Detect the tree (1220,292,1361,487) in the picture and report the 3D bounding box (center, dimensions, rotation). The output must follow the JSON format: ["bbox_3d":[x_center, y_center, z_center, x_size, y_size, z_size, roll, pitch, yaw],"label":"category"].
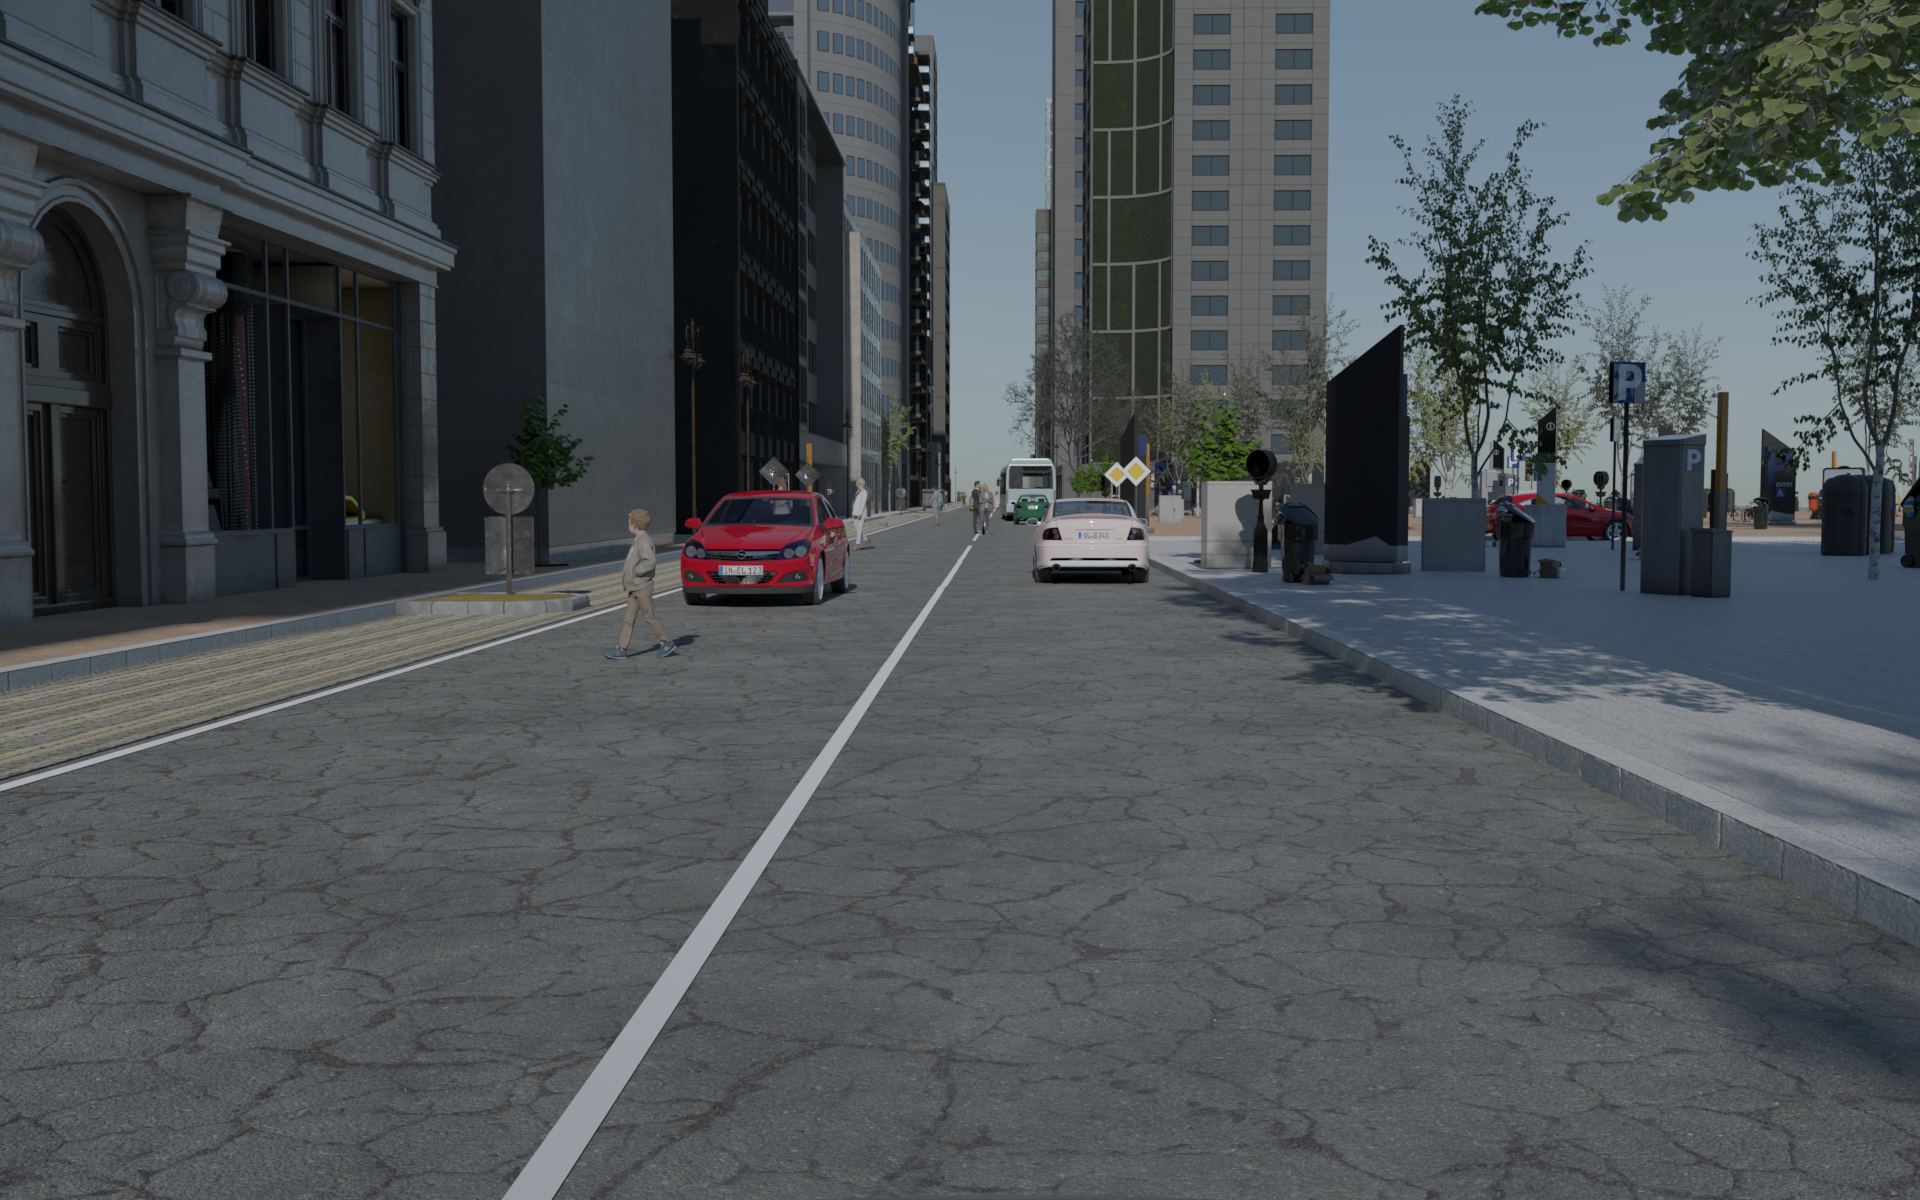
[{"bbox_3d":[12.578,-6.900,63.171,4.360,8.622,3.978,0,3,0],"label":"tree"}]

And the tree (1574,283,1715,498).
[{"bbox_3d":[23.177,-6.711,60.091,4.360,8.622,3.978,0,3,0],"label":"tree"}]

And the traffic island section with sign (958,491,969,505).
[{"bbox_3d":[-0.050,-13.952,236.748,1.989,1.847,2.006,0,4,1],"label":"traffic island section with sign"}]

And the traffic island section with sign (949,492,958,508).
[{"bbox_3d":[-1.506,-10.526,180.735,1.989,1.847,2.006,0,4,1],"label":"traffic island section with sign"}]

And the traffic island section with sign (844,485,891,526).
[{"bbox_3d":[-4.222,-4.182,76.997,1.989,1.847,2.006,0,4,1],"label":"traffic island section with sign"}]

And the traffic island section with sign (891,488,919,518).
[{"bbox_3d":[-3.501,-5.858,104.404,1.989,1.847,2.006,0,4,1],"label":"traffic island section with sign"}]

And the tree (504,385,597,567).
[{"bbox_3d":[-7.526,-2.212,30.774,1.663,3.219,1.824,0,3,0],"label":"tree"}]

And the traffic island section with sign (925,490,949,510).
[{"bbox_3d":[-2.214,-8.878,153.789,1.989,1.847,2.006,0,4,1],"label":"traffic island section with sign"}]

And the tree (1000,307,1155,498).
[{"bbox_3d":[7.731,-12.494,114.654,12.009,13.543,11.850,0,3,0],"label":"tree"}]

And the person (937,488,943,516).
[{"bbox_3d":[-1.438,-6.457,113.933,0.638,1.841,0.748,-1,4,-13],"label":"person"}]

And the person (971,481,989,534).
[{"bbox_3d":[0.692,-3.290,61.659,0.474,1.900,0.648,-3,4,-37],"label":"person"}]

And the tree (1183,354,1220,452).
[{"bbox_3d":[13.695,-8.293,85.953,4.360,8.622,3.978,0,3,0],"label":"tree"}]

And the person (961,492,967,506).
[{"bbox_3d":[0.447,-12.629,215.715,1.217,1.736,0.721,-3,5,-41],"label":"person"}]

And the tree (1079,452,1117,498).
[{"bbox_3d":[6.593,-5.048,77.140,1.663,3.219,1.824,0,3,0],"label":"tree"}]

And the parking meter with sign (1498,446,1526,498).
[{"bbox_3d":[20.072,-4.114,63.523,0.543,3.016,1.738,0,4,-8],"label":"parking meter with sign"}]

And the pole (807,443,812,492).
[{"bbox_3d":[-6.077,-4.649,69.855,0.158,3.312,0.155,0,3,0],"label":"pole"}]

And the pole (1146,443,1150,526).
[{"bbox_3d":[7.528,-4.646,69.809,0.158,3.312,0.155,0,3,0],"label":"pole"}]

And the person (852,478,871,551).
[{"bbox_3d":[-2.481,-2.171,43.872,0.514,1.842,0.818,3,5,42],"label":"person"}]

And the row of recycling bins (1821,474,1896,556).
[{"bbox_3d":[19.332,-1.837,37.141,1.069,1.692,3.534,3,5,39],"label":"row of recycling bins"}]

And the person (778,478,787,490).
[{"bbox_3d":[-4.050,-1.850,39.025,0.520,1.790,0.573,-1,4,-18],"label":"person"}]

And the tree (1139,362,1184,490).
[{"bbox_3d":[11.638,-8.713,92.825,4.360,8.622,3.978,0,3,0],"label":"tree"}]

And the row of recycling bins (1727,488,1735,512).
[{"bbox_3d":[53.291,-7.067,122.664,1.069,1.692,3.534,-2,4,-27],"label":"row of recycling bins"}]

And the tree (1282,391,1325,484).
[{"bbox_3d":[24.986,-10.648,124.451,4.737,8.622,4.395,0,3,0],"label":"tree"}]

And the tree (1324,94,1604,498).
[{"bbox_3d":[9.573,-4.991,31.963,4.737,8.622,4.395,0,3,0],"label":"tree"}]

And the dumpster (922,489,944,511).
[{"bbox_3d":[-2.289,-8.405,145.641,1.865,1.857,1.264,0,4,3],"label":"dumpster"}]

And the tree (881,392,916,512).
[{"bbox_3d":[-5.307,-10.614,123.903,4.737,8.622,4.395,0,3,0],"label":"tree"}]

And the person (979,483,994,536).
[{"bbox_3d":[0.922,-3.132,59.891,0.537,1.800,0.526,0,4,-1],"label":"person"}]

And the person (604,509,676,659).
[{"bbox_3d":[-2.774,-0.141,15.084,0.640,1.303,0.475,-3,4,-36],"label":"person"}]

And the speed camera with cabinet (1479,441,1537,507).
[{"bbox_3d":[20.666,-4.338,65.269,2.038,3.252,0.660,0,4,6],"label":"speed camera with cabinet"}]

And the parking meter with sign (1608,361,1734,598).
[{"bbox_3d":[9.102,-1.582,22.125,0.543,3.016,1.738,-1,4,-22],"label":"parking meter with sign"}]

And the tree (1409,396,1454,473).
[{"bbox_3d":[33.734,-10.700,125.304,4.360,8.622,3.978,0,3,0],"label":"tree"}]

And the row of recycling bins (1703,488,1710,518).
[{"bbox_3d":[38.005,-5.229,92.606,3.534,1.692,1.069,1,4,14],"label":"row of recycling bins"}]

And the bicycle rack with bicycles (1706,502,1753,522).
[{"bbox_3d":[36.214,-4.076,80.027,2.925,0.926,2.852,-2,4,-30],"label":"bicycle rack with bicycles"}]

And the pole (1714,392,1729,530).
[{"bbox_3d":[15.233,-2.497,34.663,0.158,3.312,0.155,0,3,0],"label":"pole"}]

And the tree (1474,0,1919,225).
[{"bbox_3d":[5.460,-5.475,7.649,7.486,12.596,7.792,0,3,0],"label":"tree"}]

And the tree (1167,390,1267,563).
[{"bbox_3d":[4.963,-2.298,32.166,1.663,3.219,1.824,0,3,0],"label":"tree"}]

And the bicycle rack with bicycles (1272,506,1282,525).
[{"bbox_3d":[12.244,-3.591,72.093,2.925,0.926,2.852,0,4,6],"label":"bicycle rack with bicycles"}]

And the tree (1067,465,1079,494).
[{"bbox_3d":[7.207,-6.118,94.632,1.663,3.219,1.824,0,3,0],"label":"tree"}]

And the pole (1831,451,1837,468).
[{"bbox_3d":[41.626,-5.425,82.544,0.158,3.312,0.155,0,3,0],"label":"pole"}]

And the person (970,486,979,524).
[{"bbox_3d":[0.832,-4.619,83.890,0.748,1.841,0.638,-1,4,-23],"label":"person"}]

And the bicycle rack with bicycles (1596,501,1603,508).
[{"bbox_3d":[46.017,-6.883,125.925,2.852,0.926,2.925,2,4,26],"label":"bicycle rack with bicycles"}]

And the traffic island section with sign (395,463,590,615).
[{"bbox_3d":[-5.680,-0.781,21.396,1.989,1.847,2.006,0,4,1],"label":"traffic island section with sign"}]

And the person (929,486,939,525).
[{"bbox_3d":[-1.184,-4.313,79.196,0.466,1.800,0.511,0,4,2],"label":"person"}]

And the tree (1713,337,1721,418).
[{"bbox_3d":[31.155,-7.639,75.261,4.360,8.622,3.978,0,3,0],"label":"tree"}]

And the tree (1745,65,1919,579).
[{"bbox_3d":[13.911,-4.635,26.139,4.360,8.622,3.978,0,3,0],"label":"tree"}]

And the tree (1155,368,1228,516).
[{"bbox_3d":[13.603,-9.189,100.607,4.737,8.622,4.395,0,3,0],"label":"tree"}]

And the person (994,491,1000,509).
[{"bbox_3d":[3.634,-9.881,170.717,0.621,1.740,0.551,2,4,29],"label":"person"}]
